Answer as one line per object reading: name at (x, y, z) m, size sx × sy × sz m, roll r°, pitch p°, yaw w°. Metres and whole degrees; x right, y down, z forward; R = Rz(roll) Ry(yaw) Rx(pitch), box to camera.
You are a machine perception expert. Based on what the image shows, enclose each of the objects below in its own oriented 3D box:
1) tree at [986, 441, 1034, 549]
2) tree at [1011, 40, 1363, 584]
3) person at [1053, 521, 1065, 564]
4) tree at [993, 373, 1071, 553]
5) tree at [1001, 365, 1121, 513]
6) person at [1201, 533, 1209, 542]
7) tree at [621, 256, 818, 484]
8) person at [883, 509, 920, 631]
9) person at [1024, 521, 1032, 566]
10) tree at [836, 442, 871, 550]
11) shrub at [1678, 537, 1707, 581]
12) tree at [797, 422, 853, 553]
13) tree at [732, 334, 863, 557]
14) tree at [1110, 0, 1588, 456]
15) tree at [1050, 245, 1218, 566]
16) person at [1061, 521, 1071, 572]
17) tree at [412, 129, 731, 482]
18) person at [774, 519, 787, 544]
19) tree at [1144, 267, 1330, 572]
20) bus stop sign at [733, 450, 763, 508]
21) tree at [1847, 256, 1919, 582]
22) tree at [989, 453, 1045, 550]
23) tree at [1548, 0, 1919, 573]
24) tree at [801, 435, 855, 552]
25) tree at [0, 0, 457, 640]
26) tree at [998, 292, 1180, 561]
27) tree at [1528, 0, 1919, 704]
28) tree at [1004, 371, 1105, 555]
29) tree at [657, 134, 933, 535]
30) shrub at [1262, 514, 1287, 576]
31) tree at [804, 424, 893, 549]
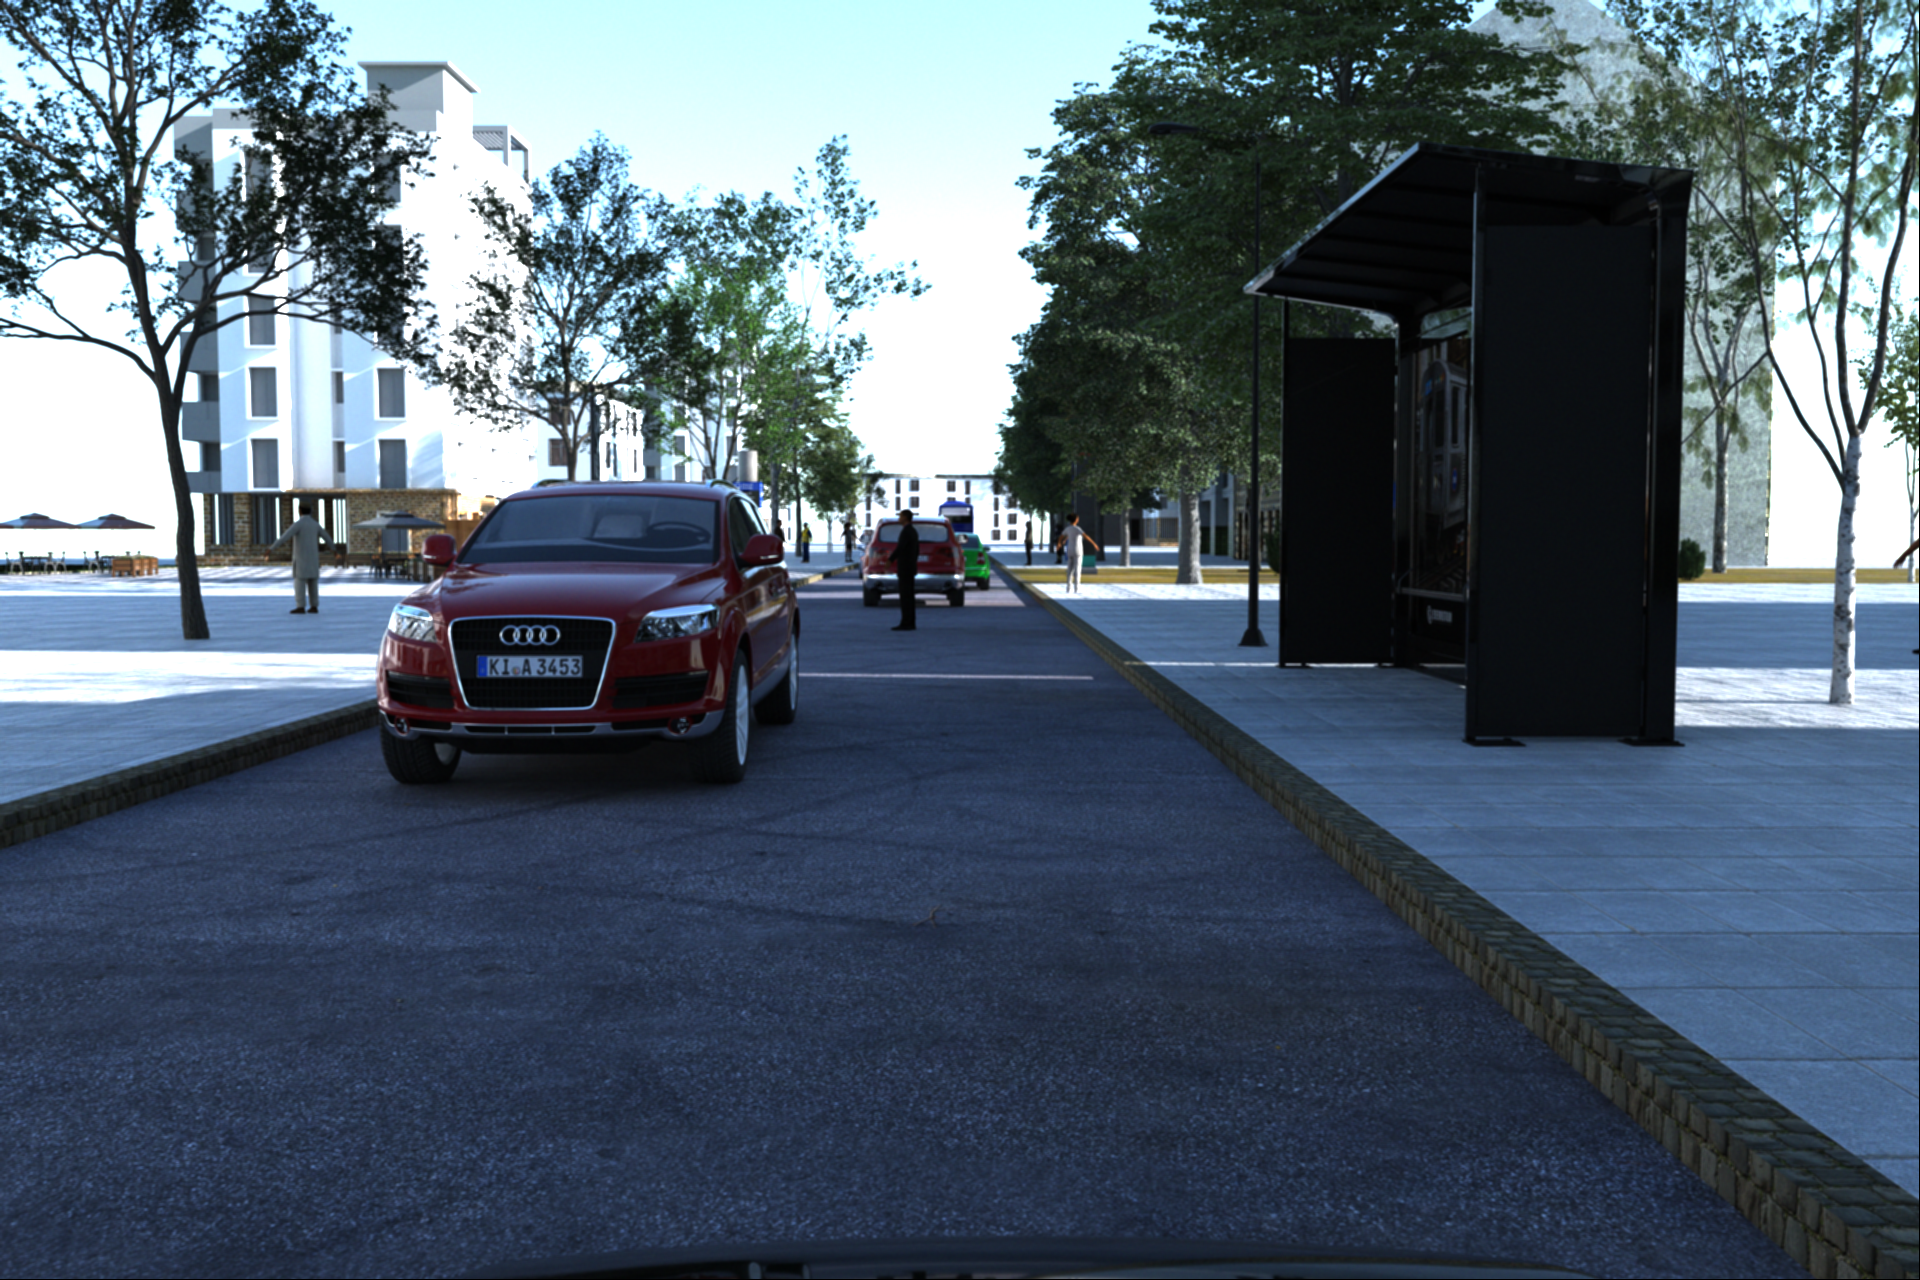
tree at (6.140, -12.913, 145.545) m, size 8.767 × 10.594 × 7.601 m, roll 1°, pitch 4°, yaw 9°
tree at (5.823, -8.409, 44.137) m, size 9.857 × 13.997 × 8.962 m, roll 0°, pitch 3°, yaw 0°
person at (4.235, -4.211, 74.630) m, size 0.705 × 1.856 × 1.354 m, roll 0°, pitch 4°, yaw -6°
tree at (5.686, -12.041, 115.002) m, size 7.486 × 12.596 × 7.792 m, roll 0°, pitch 3°, yaw 0°
tree at (5.934, -10.813, 94.926) m, size 7.486 × 12.596 × 7.792 m, roll 0°, pitch 3°, yaw 0°
person at (10.382, -4.312, 76.778) m, size 1.348 × 1.796 × 0.705 m, roll -1°, pitch 4°, yaw -11°
tree at (-9.139, -8.547, 65.499) m, size 9.928 × 11.665 × 9.643 m, roll 0°, pitch 3°, yaw 0°
person at (-0.823, -1.051, 25.863) m, size 0.704 × 1.802 × 1.346 m, roll 1°, pitch 4°, yaw 16°
person at (2.752, -3.931, 70.401) m, size 0.705 × 1.813 × 1.348 m, roll 0°, pitch 4°, yaw 7°
tree at (-8.953, -11.289, 134.930) m, size 4.737 × 8.622 × 4.395 m, roll 0°, pitch 3°, yaw 0°
shrub at (20.082, -2.242, 47.769) m, size 1.383 × 1.207 × 1.383 m, roll 0°, pitch 3°, yaw 0°
tree at (-8.606, -10.005, 113.952) m, size 4.360 × 8.622 × 3.978 m, roll 0°, pitch 3°, yaw 0°
tree at (-9.585, -11.034, 98.536) m, size 7.486 × 12.596 × 7.792 m, roll 0°, pitch 3°, yaw 0°
tree at (5.623, -6.616, 26.304) m, size 7.486 × 12.596 × 7.792 m, roll 0°, pitch 3°, yaw 0°
tree at (6.900, -9.205, 68.626) m, size 7.486 × 12.596 × 7.792 m, roll 0°, pitch 3°, yaw 0°
person at (3.760, -3.212, 58.645) m, size 0.704 × 1.817 × 1.347 m, roll 2°, pitch 4°, yaw 23°
tree at (-8.600, -6.411, 39.235) m, size 7.601 × 10.594 × 8.767 m, roll -3°, pitch 4°, yaw -38°
person at (-6.397, -3.396, 61.658) m, size 0.704 × 1.812 × 1.346 m, roll 0°, pitch 4°, yaw 7°
tree at (9.996, -8.142, 58.872) m, size 9.928 × 11.665 × 9.643 m, roll 0°, pitch 3°, yaw 0°
bus stop sign at (-6.712, -4.026, 54.845) m, size 0.837 × 3.901 × 0.837 m, roll 0°, pitch 4°, yaw 0°
tree at (25.545, -5.841, 45.861) m, size 4.737 × 8.622 × 4.395 m, roll 0°, pitch 3°, yaw 0°
tree at (6.410, -12.392, 137.014) m, size 8.767 × 10.594 × 7.601 m, roll 0°, pitch 4°, yaw 1°
tree at (23.729, -12.307, 57.111) m, size 12.611 × 20.169 × 13.585 m, roll 0°, pitch 3°, yaw 0°
tree at (-9.071, -10.443, 121.099) m, size 4.737 × 8.622 × 4.395 m, roll 0°, pitch 3°, yaw 0°
tree at (-9.662, -5.296, 21.003) m, size 7.601 × 10.594 × 8.767 m, roll 1°, pitch 4°, yaw 19°
tree at (6.664, -10.717, 81.884) m, size 9.857 × 13.997 × 8.962 m, roll 0°, pitch 3°, yaw 0°
tree at (6.685, -3.810, 12.655) m, size 4.360 × 8.622 × 3.978 m, roll 0°, pitch 3°, yaw 0°
tree at (6.371, -11.450, 105.339) m, size 7.486 × 12.596 × 7.792 m, roll 0°, pitch 3°, yaw 0°
tree at (-8.088, -13.858, 82.475) m, size 12.611 × 20.169 × 13.585 m, roll 0°, pitch 3°, yaw 0°
shrub at (10.070, -2.972, 52.639) m, size 1.661 × 2.075 × 1.752 m, roll 0°, pitch 3°, yaw 0°
tree at (-9.033, -12.821, 144.030) m, size 7.601 × 10.594 × 8.767 m, roll 2°, pitch 4°, yaw 25°
